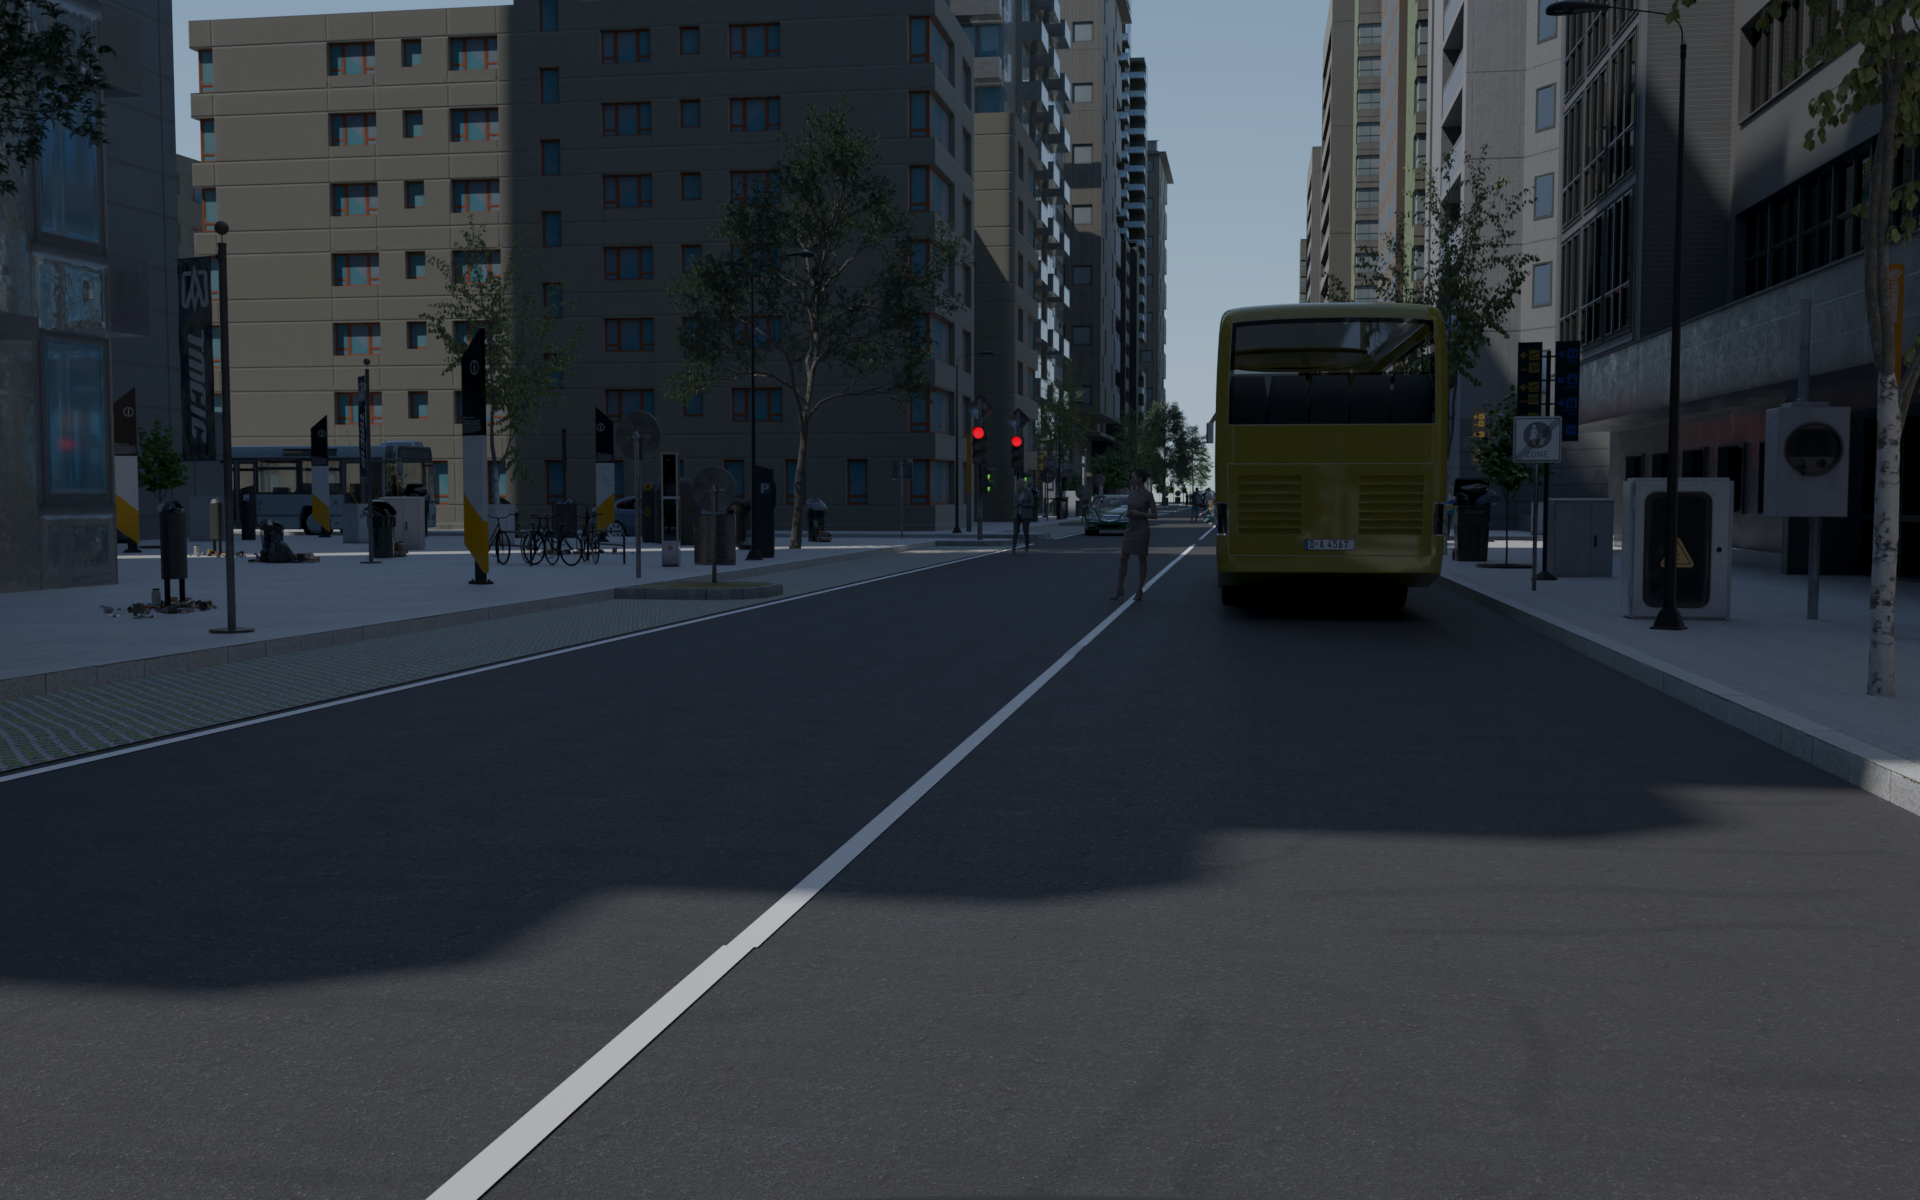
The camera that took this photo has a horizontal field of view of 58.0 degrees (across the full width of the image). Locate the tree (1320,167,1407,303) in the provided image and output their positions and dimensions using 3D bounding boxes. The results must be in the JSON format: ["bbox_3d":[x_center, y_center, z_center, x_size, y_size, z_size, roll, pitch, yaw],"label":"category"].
[{"bbox_3d":[10.057,-5.269,36.515,4.737,8.622,4.395,0,3,0],"label":"tree"}]

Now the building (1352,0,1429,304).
[{"bbox_3d":[39.017,-27.991,141.246,14.154,41.232,14.086,1,4,10],"label":"building"}]

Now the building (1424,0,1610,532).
[{"bbox_3d":[32.238,-31.793,61.812,28.212,58.520,21.231,1,4,10],"label":"building"}]

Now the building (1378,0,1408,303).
[{"bbox_3d":[33.133,-27.847,105.417,14.600,45.320,14.200,1,4,10],"label":"building"}]

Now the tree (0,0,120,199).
[{"bbox_3d":[-7.798,-4.560,8.963,7.601,10.594,8.767,0,4,5],"label":"tree"}]

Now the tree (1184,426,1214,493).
[{"bbox_3d":[38.498,-22.634,288.198,7.486,12.596,7.792,0,3,0],"label":"tree"}]

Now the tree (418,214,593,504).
[{"bbox_3d":[-12.236,-5.877,46.457,4.737,8.622,4.395,0,3,0],"label":"tree"}]

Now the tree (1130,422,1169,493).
[{"bbox_3d":[18.905,-13.486,170.854,4.360,8.622,3.978,0,3,0],"label":"tree"}]

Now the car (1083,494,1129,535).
[{"bbox_3d":[5.479,-3.037,61.451,2.131,1.459,4.920,1,4,9],"label":"car"}]

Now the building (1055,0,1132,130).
[{"bbox_3d":[1.645,-35.572,170.839,28.713,52.752,27.495,1,4,10],"label":"building"}]

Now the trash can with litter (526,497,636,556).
[{"bbox_3d":[-8.020,-1.576,36.828,2.233,1.210,1.678,0,4,-7],"label":"trash can with litter"}]

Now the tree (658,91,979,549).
[{"bbox_3d":[-3.557,-6.468,40.159,7.601,10.594,8.767,2,4,23],"label":"tree"}]

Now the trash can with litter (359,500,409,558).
[{"bbox_3d":[-11.623,-1.445,35.020,0.624,1.170,1.055,0,4,8],"label":"trash can with litter"}]

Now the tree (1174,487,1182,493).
[{"bbox_3d":[28.204,-14.497,231.627,1.663,3.219,1.824,0,3,0],"label":"tree"}]

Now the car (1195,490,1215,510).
[{"bbox_3d":[22.261,-9.055,156.715,2.281,1.827,5.304,0,4,8],"label":"car"}]

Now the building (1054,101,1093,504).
[{"bbox_3d":[-4.224,-27.742,145.460,32.217,40.220,23.993,1,4,10],"label":"building"}]

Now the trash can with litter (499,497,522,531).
[{"bbox_3d":[-15.621,-2.977,60.057,1.055,1.170,0.624,2,4,31],"label":"trash can with litter"}]

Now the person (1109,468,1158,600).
[{"bbox_3d":[2.347,-0.888,23.366,0.599,1.781,0.374,3,5,43],"label":"person"}]

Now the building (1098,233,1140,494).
[{"bbox_3d":[12.276,-25.645,191.003,14.160,30.474,14.107,1,4,10],"label":"building"}]

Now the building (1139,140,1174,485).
[{"bbox_3d":[17.358,-41.213,263.064,28.713,52.752,27.495,1,4,10],"label":"building"}]

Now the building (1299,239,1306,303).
[{"bbox_3d":[61.184,-36.295,277.013,14.154,41.232,14.086,1,4,10],"label":"building"}]

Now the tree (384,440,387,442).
[{"bbox_3d":[-20.166,-4.073,61.191,1.663,3.219,1.824,0,3,0],"label":"tree"}]

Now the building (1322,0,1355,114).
[{"bbox_3d":[44.297,-32.729,158.819,21.300,48.544,21.600,1,4,10],"label":"building"}]

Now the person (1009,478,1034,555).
[{"bbox_3d":[1.475,-1.974,40.959,0.537,1.800,0.526,2,4,34],"label":"person"}]

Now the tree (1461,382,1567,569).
[{"bbox_3d":[9.674,-2.173,30.125,1.663,3.219,1.824,0,3,0],"label":"tree"}]

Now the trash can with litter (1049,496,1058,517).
[{"bbox_3d":[5.382,-5.305,98.129,0.624,1.170,1.055,1,4,9],"label":"trash can with litter"}]

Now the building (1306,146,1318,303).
[{"bbox_3d":[56.633,-36.962,228.034,21.300,48.544,21.600,1,4,10],"label":"building"}]

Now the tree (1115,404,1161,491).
[{"bbox_3d":[14.425,-11.798,143.263,4.737,8.622,4.395,0,3,0],"label":"tree"}]

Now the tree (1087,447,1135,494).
[{"bbox_3d":[10.432,-8.314,119.644,4.285,4.588,4.351,0,3,0],"label":"tree"}]

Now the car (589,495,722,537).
[{"bbox_3d":[-9.131,-2.529,53.344,4.499,1.417,2.014,1,4,11],"label":"car"}]

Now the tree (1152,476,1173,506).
[{"bbox_3d":[25.221,-13.505,215.411,1.663,3.219,1.824,0,3,0],"label":"tree"}]

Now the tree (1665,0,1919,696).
[{"bbox_3d":[6.066,-3.687,10.648,4.737,8.622,4.395,0,3,0],"label":"tree"}]

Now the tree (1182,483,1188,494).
[{"bbox_3d":[34.724,-16.750,268.465,1.663,3.219,1.824,0,3,0],"label":"tree"}]

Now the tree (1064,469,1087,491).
[{"bbox_3d":[8.569,-8.253,129.537,1.663,3.219,1.824,0,3,0],"label":"tree"}]

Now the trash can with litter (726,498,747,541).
[{"bbox_3d":[-6.251,-2.171,46.888,1.055,1.170,0.624,2,4,27],"label":"trash can with litter"}]

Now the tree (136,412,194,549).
[{"bbox_3d":[-19.084,-2.838,40.997,1.663,3.219,1.824,0,3,0],"label":"tree"}]

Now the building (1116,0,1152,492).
[{"bbox_3d":[15.107,-56.227,231.982,22.319,86.520,31.000,1,4,10],"label":"building"}]

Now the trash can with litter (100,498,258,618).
[{"bbox_3d":[-8.798,-0.477,18.856,1.678,1.210,2.233,0,4,-7],"label":"trash can with litter"}]

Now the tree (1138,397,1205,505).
[{"bbox_3d":[24.195,-17.622,205.129,9.611,12.733,9.660,0,3,0],"label":"tree"}]

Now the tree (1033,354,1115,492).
[{"bbox_3d":[5.266,-8.625,91.377,4.737,8.622,4.395,0,3,0],"label":"tree"}]

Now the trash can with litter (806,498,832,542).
[{"bbox_3d":[-3.712,-2.142,46.406,0.624,1.170,1.055,-2,4,-29],"label":"trash can with litter"}]
